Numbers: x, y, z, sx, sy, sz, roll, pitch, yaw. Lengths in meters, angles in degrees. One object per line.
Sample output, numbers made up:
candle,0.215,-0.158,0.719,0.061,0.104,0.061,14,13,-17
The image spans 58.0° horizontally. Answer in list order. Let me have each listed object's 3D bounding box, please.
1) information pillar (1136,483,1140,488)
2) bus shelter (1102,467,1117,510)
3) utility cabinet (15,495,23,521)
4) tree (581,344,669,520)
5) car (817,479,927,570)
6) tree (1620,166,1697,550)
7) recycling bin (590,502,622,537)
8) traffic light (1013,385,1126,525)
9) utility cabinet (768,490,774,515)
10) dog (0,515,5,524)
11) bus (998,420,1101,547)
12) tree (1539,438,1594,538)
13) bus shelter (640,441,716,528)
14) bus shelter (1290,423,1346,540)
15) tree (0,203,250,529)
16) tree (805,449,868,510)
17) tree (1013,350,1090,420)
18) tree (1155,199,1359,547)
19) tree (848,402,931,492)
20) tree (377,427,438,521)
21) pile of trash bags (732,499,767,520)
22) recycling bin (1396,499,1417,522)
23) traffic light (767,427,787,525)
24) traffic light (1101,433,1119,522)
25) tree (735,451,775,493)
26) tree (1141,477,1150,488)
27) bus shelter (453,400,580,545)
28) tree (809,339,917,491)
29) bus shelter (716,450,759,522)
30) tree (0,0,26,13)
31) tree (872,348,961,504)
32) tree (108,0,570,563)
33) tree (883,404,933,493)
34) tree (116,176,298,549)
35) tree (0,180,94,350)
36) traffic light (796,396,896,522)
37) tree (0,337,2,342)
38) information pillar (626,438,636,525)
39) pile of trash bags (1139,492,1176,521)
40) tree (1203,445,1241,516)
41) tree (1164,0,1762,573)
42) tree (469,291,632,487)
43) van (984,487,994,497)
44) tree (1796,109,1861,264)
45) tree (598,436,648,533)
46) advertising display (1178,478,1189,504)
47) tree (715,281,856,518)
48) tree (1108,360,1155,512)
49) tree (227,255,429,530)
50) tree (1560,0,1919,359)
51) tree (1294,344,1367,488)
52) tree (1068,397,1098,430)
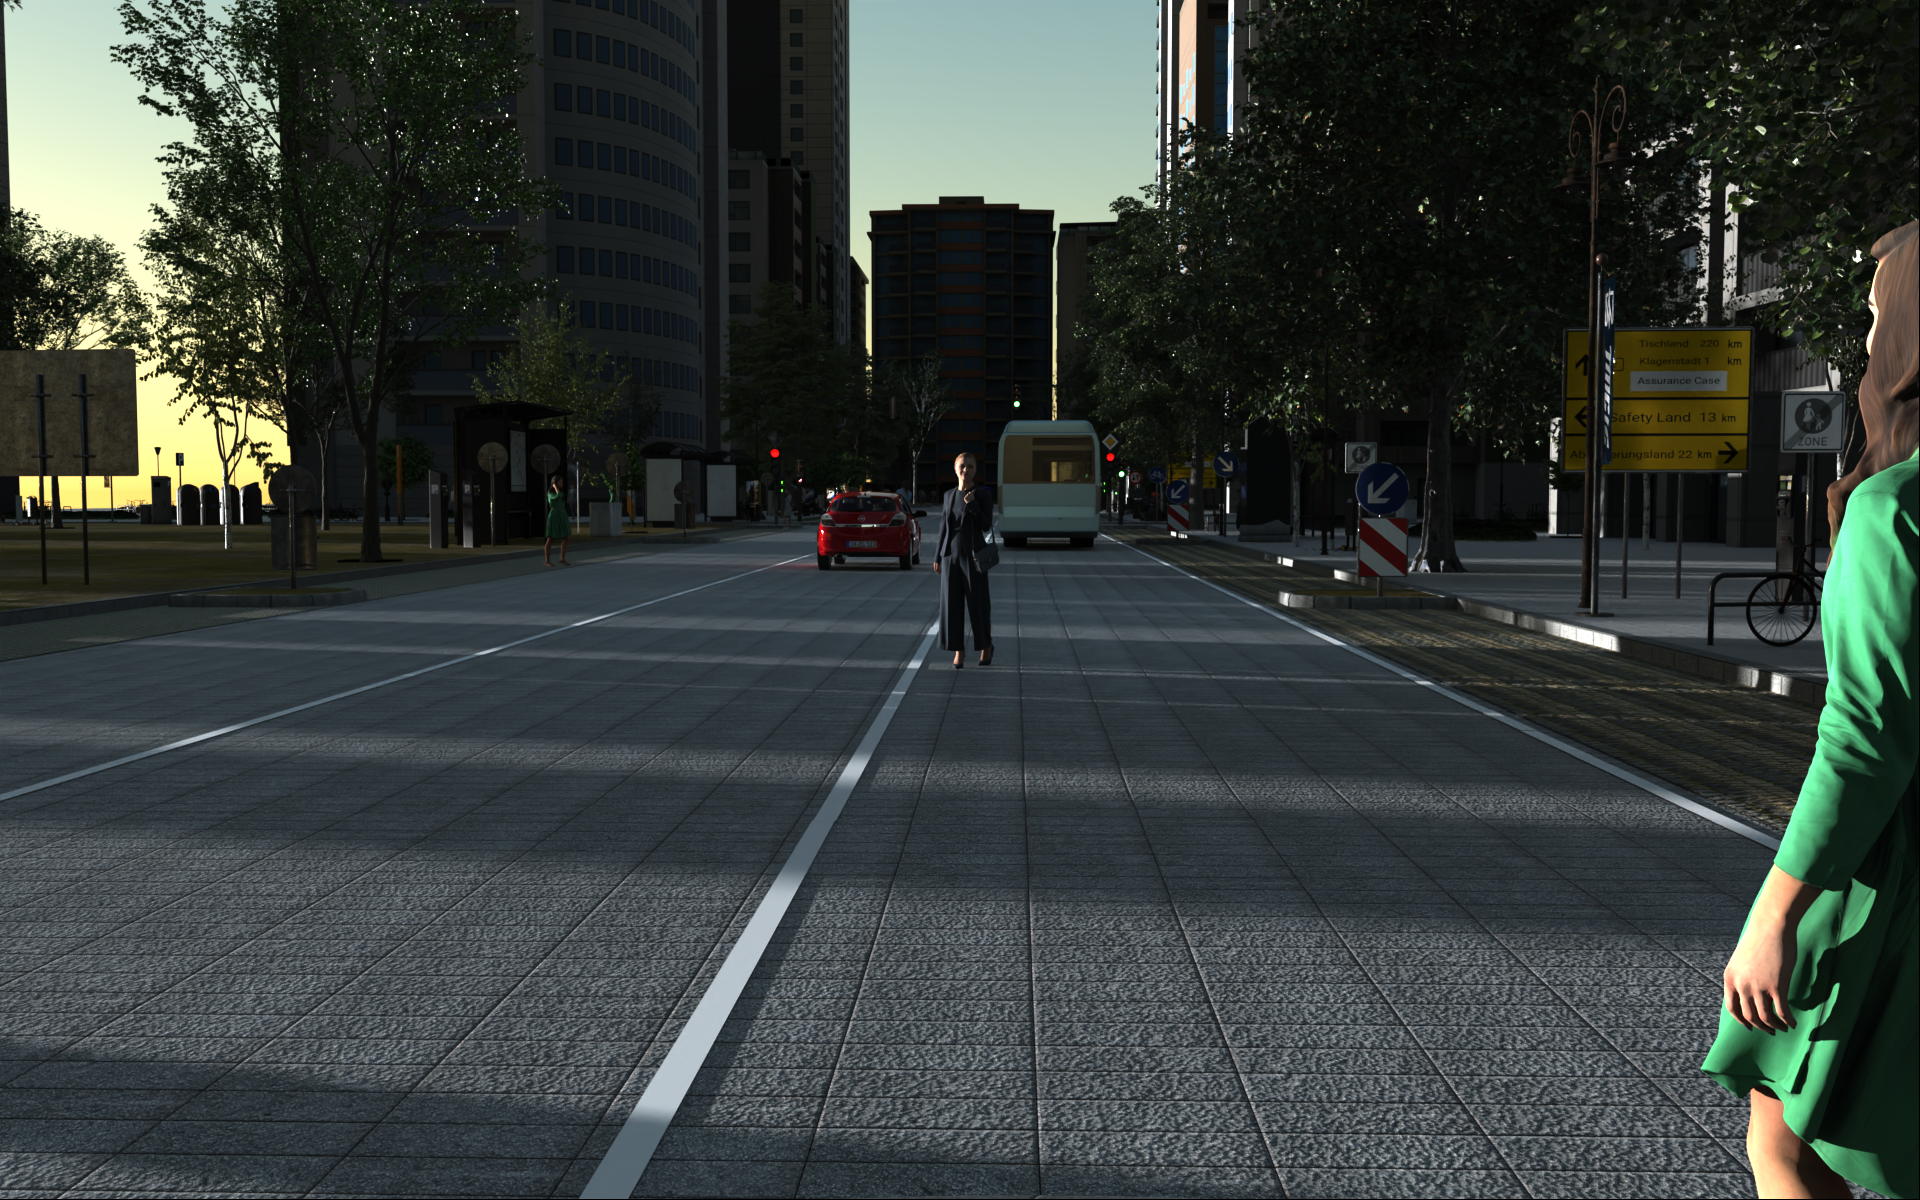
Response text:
information pillar,12.278,-7.072,120.125,0.304,2.012,0.304,3,5,42
bus shelter,12.104,-9.357,144.270,1.731,3.624,6.357,0,4,2
utility cabinet,-45.328,-4.422,83.462,0.306,1.237,1.020,-2,4,-28
tree,-16.165,-8.219,84.737,4.360,8.622,3.978,0,3,0
car,-1.748,-1.538,34.193,2.155,1.783,4.494,0,4,2
tree,15.669,-5.423,39.036,4.360,8.622,3.978,0,3,0
recycling bin,-10.615,-2.407,51.903,0.722,1.027,0.722,1,4,18
traffic light,4.576,-5.954,72.008,4.771,5.953,1.251,0,4,2
utility cabinet,-11.328,-5.825,103.913,0.318,1.500,1.173,0,4,-2
dog,-43.211,-3.594,78.045,0.406,0.507,0.540,-3,5,-40
bus,2.546,-3.362,49.827,2.948,3.499,13.247,0,4,3
tree,17.744,-3.426,50.617,1.663,3.219,1.824,0,3,0
bus shelter,-11.241,-4.558,68.451,2.014,3.302,5.546,0,4,2
bus shelter,9.811,-3.489,50.977,2.014,3.302,5.546,0,4,2
tree,-33.648,-8.446,63.852,9.928,11.665,9.643,0,3,0
tree,-9.342,-8.387,120.835,4.285,4.588,4.351,0,3,0
tree,13.343,-22.807,228.779,12.611,20.169,13.585,0,3,0
tree,8.005,-5.592,41.794,4.737,8.622,4.395,0,3,0
tree,-7.074,-13.656,157.681,8.767,10.594,7.601,-2,4,-34
tree,-27.193,-6.165,84.514,4.285,4.588,4.351,0,3,0
pile of trash bags,-11.101,-4.747,87.361,1.912,1.369,3.447,-2,4,-25
recycling bin,20.805,-4.170,80.740,0.722,1.027,0.722,-1,4,-18
traffic light,-7.685,-5.113,72.511,0.839,4.253,0.868,0,4,2
traffic light,6.916,-5.575,80.066,0.839,4.253,0.868,0,4,2
tree,-13.831,-8.107,116.269,4.285,4.588,4.351,0,3,0
tree,16.360,-9.389,148.116,1.663,3.219,1.824,0,3,0
bus shelter,-11.799,-3.377,46.490,1.731,3.624,6.357,0,4,2
tree,-8.167,-14.332,140.986,9.857,13.997,8.962,0,3,0
bus shelter,-10.973,-5.412,82.407,2.014,3.302,5.546,0,4,2
tree,-12.195,-6.279,13.038,12.009,13.543,11.850,0,3,0
tree,-4.291,-22.378,221.775,12.611,20.169,13.585,0,3,0
tree,-11.173,-6.511,32.209,9.928,11.665,9.643,0,3,0
tree,-6.997,-16.376,193.508,9.928,11.665,9.643,0,3,0
tree,-17.160,-5.495,40.201,4.737,8.622,4.395,0,3,0
tree,-30.184,-8.117,49.713,9.611,12.733,9.660,0,3,0
traffic light,-5.345,-6.471,80.463,4.771,5.953,1.251,0,4,2
tree,-24.393,-6.275,37.003,7.601,10.594,8.767,-1,4,-22
information pillar,-13.815,-4.971,72.628,0.183,3.616,0.504,-3,4,-39
pile of trash bags,9.478,-4.452,82.545,1.912,1.369,3.447,0,4,-2
tree,15.170,-7.346,103.814,4.285,4.588,4.351,0,3,0
tree,7.911,-6.800,28.194,9.611,12.733,9.660,0,3,0
tree,-14.246,-6.851,62.378,4.737,8.622,4.395,0,3,0
van,1.848,-9.050,152.354,2.240,2.365,5.245,0,4,1
tree,16.376,-4.976,31.725,4.360,8.622,3.978,0,3,0
tree,-10.790,-3.820,57.063,1.663,3.219,1.824,0,3,0
advertising display,9.140,-4.011,70.795,0.123,1.923,0.974,-1,4,-13
tree,-9.456,-10.689,92.885,7.486,12.596,7.792,0,3,0
tree,10.539,-8.497,89.286,4.737,8.622,4.395,0,3,0
tree,-22.402,-7.779,61.600,8.767,10.594,7.601,2,4,25
tree,7.017,-6.327,10.109,9.857,13.997,8.962,0,3,0
tree,17.515,-8.067,82.263,4.360,8.622,3.978,0,3,0
tree,12.445,-14.170,166.095,7.601,10.594,8.767,-3,5,-41
